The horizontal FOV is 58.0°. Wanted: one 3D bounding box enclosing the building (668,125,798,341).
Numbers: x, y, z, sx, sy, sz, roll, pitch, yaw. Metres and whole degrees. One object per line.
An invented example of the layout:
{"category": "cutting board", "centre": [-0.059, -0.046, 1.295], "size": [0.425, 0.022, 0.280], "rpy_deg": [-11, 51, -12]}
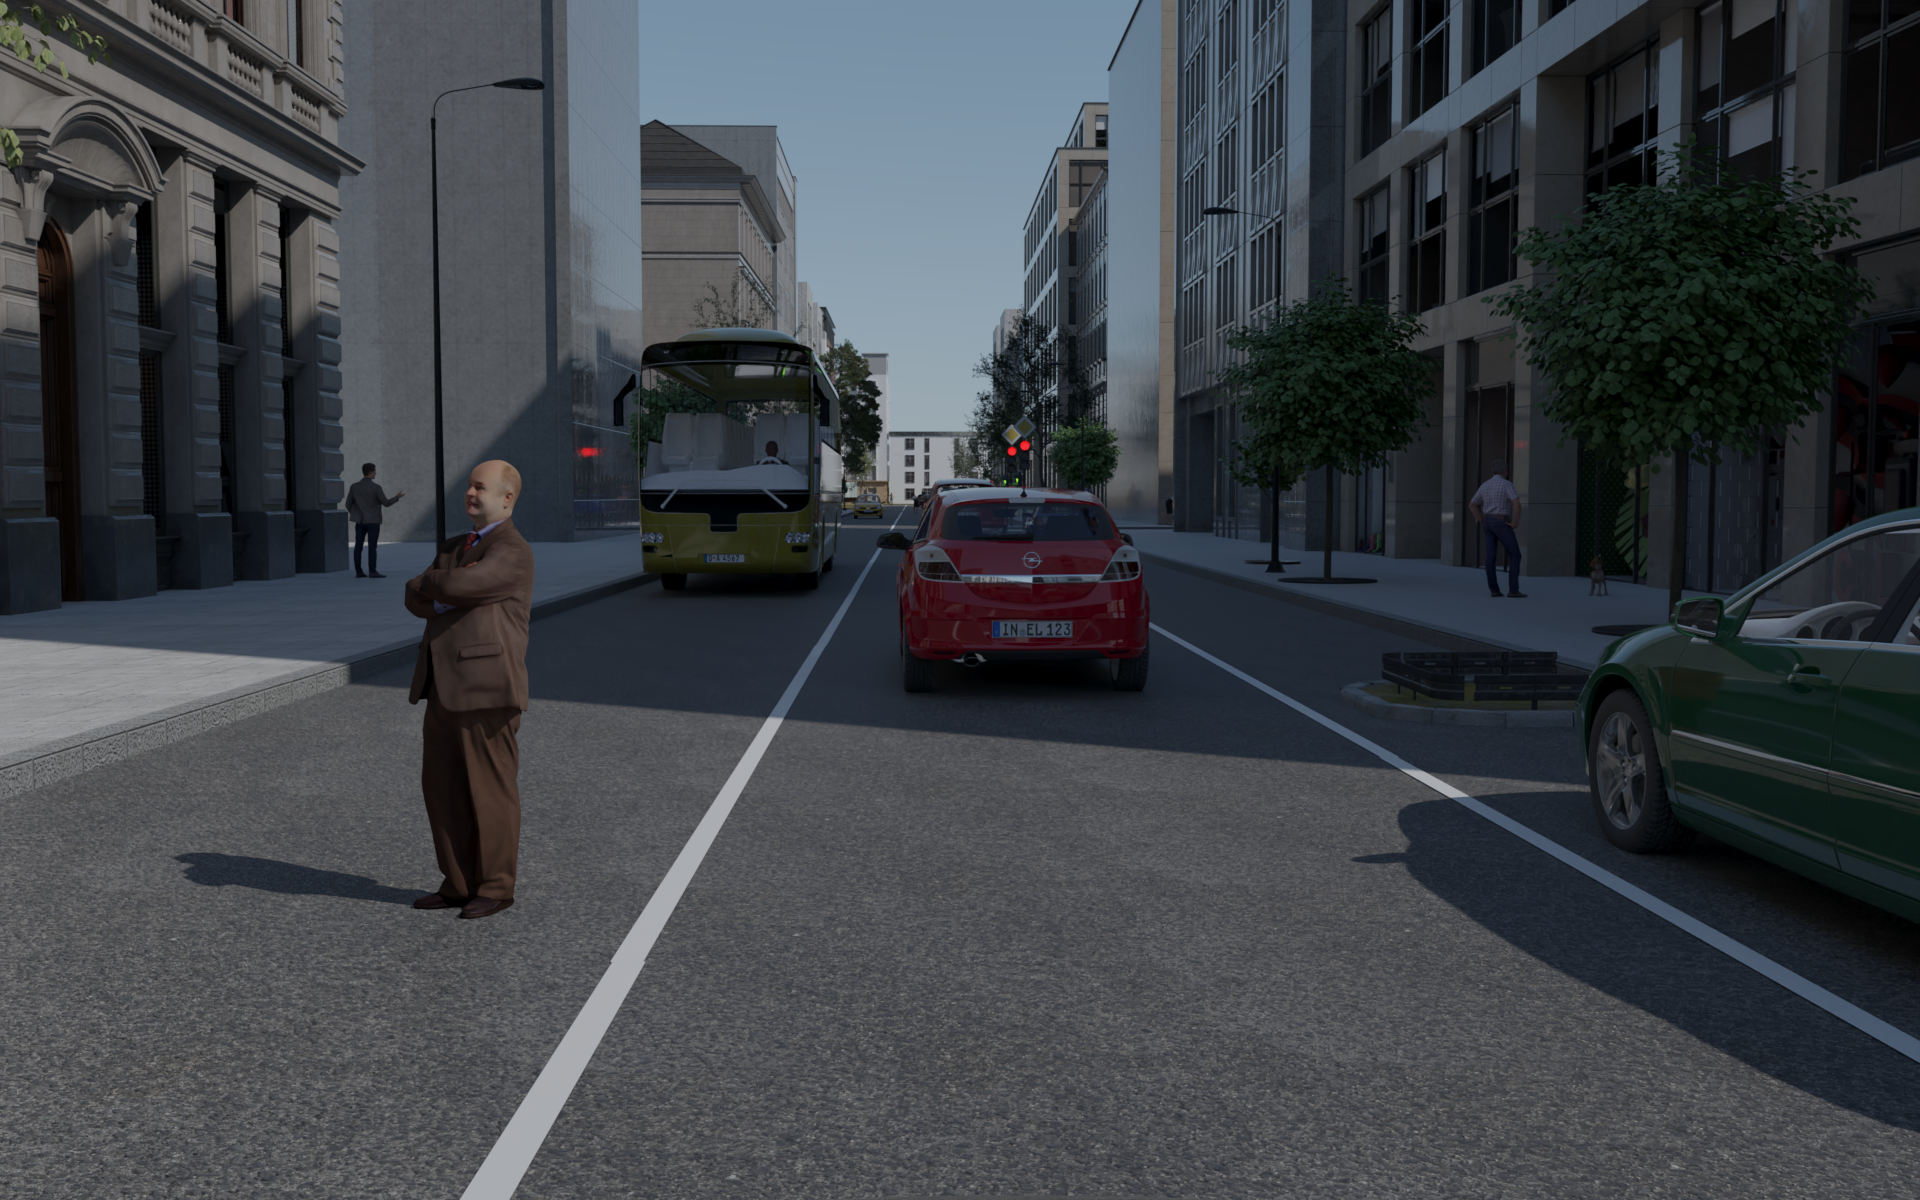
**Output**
{"category": "building", "centre": [-18.007, -18.543, 121.205], "size": [12.078, 24.808, 19.932], "rpy_deg": [0, 4, -2]}

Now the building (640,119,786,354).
{"category": "building", "centre": [-15.840, -14.684, 90.993], "size": [10.553, 20.767, 40.483], "rpy_deg": [0, 4, -2]}

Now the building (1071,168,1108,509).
{"category": "building", "centre": [12.189, -15.434, 101.503], "size": [9.793, 20.994, 18.267], "rpy_deg": [0, 4, -2]}

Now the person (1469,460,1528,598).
{"category": "person", "centre": [6.750, -0.895, 21.608], "size": [0.436, 1.711, 0.756], "rpy_deg": [-2, 4, -26]}

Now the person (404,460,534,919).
{"category": "person", "centre": [-1.652, 0.299, 5.881], "size": [0.388, 1.546, 0.482], "rpy_deg": [-3, 5, -43]}

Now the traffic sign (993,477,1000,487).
{"category": "traffic sign", "centre": [2.467, -7.684, 125.628], "size": [0.884, 2.594, 0.081], "rpy_deg": [0, 4, 2]}

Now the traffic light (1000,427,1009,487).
{"category": "traffic light", "centre": [2.038, -4.884, 69.092], "size": [0.839, 4.213, 0.868], "rpy_deg": [0, 4, -2]}

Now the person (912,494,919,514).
{"category": "person", "centre": [-3.276, -7.060, 127.120], "size": [0.799, 1.438, 0.628], "rpy_deg": [3, 5, 45]}

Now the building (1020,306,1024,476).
{"category": "building", "centre": [13.422, -18.129, 152.825], "size": [16.016, 20.091, 11.380], "rpy_deg": [0, 4, -2]}

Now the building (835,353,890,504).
{"category": "building", "centre": [-15.403, -23.354, 238.257], "size": [11.380, 20.091, 16.016], "rpy_deg": [0, 4, -2]}

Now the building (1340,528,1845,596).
{"category": "building", "centre": [18.540, -13.250, 21.161], "size": [19.350, 26.468, 34.151], "rpy_deg": [0, 4, -2]}

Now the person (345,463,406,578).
{"category": "person", "centre": [-8.977, -1.227, 26.634], "size": [0.617, 1.759, 0.750], "rpy_deg": [2, 4, 29]}

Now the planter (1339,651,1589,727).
{"category": "planter", "centre": [3.631, 0.581, 11.642], "size": [1.991, 0.319, 1.994], "rpy_deg": [0, 4, -2]}

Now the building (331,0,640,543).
{"category": "building", "centre": [-20.305, -14.237, 50.801], "size": [19.932, 24.808, 12.078], "rpy_deg": [0, 4, -2]}

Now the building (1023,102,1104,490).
{"category": "building", "centre": [15.351, -19.760, 127.592], "size": [19.350, 26.468, 34.151], "rpy_deg": [0, 4, -2]}

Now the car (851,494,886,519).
{"category": "car", "centre": [-5.354, -5.564, 101.187], "size": [2.015, 1.641, 3.980], "rpy_deg": [0, 4, -3]}

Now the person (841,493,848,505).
{"category": "person", "centre": [-14.469, -12.644, 212.778], "size": [1.348, 1.822, 0.705], "rpy_deg": [0, 4, -4]}

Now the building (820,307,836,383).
{"category": "building", "centre": [-31.251, -21.921, 202.384], "size": [32.646, 21.610, 27.936], "rpy_deg": [0, 4, -2]}

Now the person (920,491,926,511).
{"category": "person", "centre": [-2.418, -6.277, 112.828], "size": [0.593, 1.614, 0.444], "rpy_deg": [-3, 4, -36]}

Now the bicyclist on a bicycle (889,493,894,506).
{"category": "bicyclist on a bicycle", "centre": [-8.414, -12.366, 212.209], "size": [1.499, 1.676, 1.625], "rpy_deg": [0, 4, -1]}

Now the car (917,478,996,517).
{"category": "car", "centre": [0.084, -2.076, 42.612], "size": [2.281, 1.827, 5.304], "rpy_deg": [0, 4, -1]}

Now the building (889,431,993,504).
{"category": "building", "centre": [4.432, -17.996, 236.379], "size": [28.070, 9.664, 9.099], "rpy_deg": [0, 4, -2]}

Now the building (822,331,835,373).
{"category": "building", "centre": [-21.656, -19.873, 181.339], "size": [16.016, 20.091, 11.380], "rpy_deg": [0, 4, -2]}

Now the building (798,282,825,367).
{"category": "building", "centre": [-21.517, -17.950, 159.945], "size": [16.747, 18.905, 31.486], "rpy_deg": [0, 4, -2]}

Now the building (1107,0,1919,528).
{"category": "building", "centre": [24.958, -16.919, 81.143], "size": [34.151, 26.468, 19.350], "rpy_deg": [0, 4, -2]}

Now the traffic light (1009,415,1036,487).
{"category": "traffic light", "centre": [2.254, -4.395, 61.110], "size": [0.839, 4.213, 0.868], "rpy_deg": [0, 4, -2]}

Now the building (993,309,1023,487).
{"category": "building", "centre": [12.390, -18.824, 174.235], "size": [16.747, 18.905, 31.486], "rpy_deg": [0, 4, -2]}

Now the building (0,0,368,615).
{"category": "building", "centre": [-14.861, -11.642, 19.231], "size": [11.050, 23.489, 19.941], "rpy_deg": [0, 4, -2]}

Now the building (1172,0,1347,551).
{"category": "building", "centre": [13.463, -14.073, 48.119], "size": [12.078, 24.808, 19.932], "rpy_deg": [0, 4, -2]}

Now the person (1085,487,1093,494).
{"category": "person", "centre": [6.620, -5.097, 89.253], "size": [0.709, 1.838, 0.599], "rpy_deg": [-1, 4, -18]}

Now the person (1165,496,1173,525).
{"category": "person", "centre": [8.802, -3.763, 70.749], "size": [0.799, 1.438, 0.628], "rpy_deg": [-1, 4, -12]}
